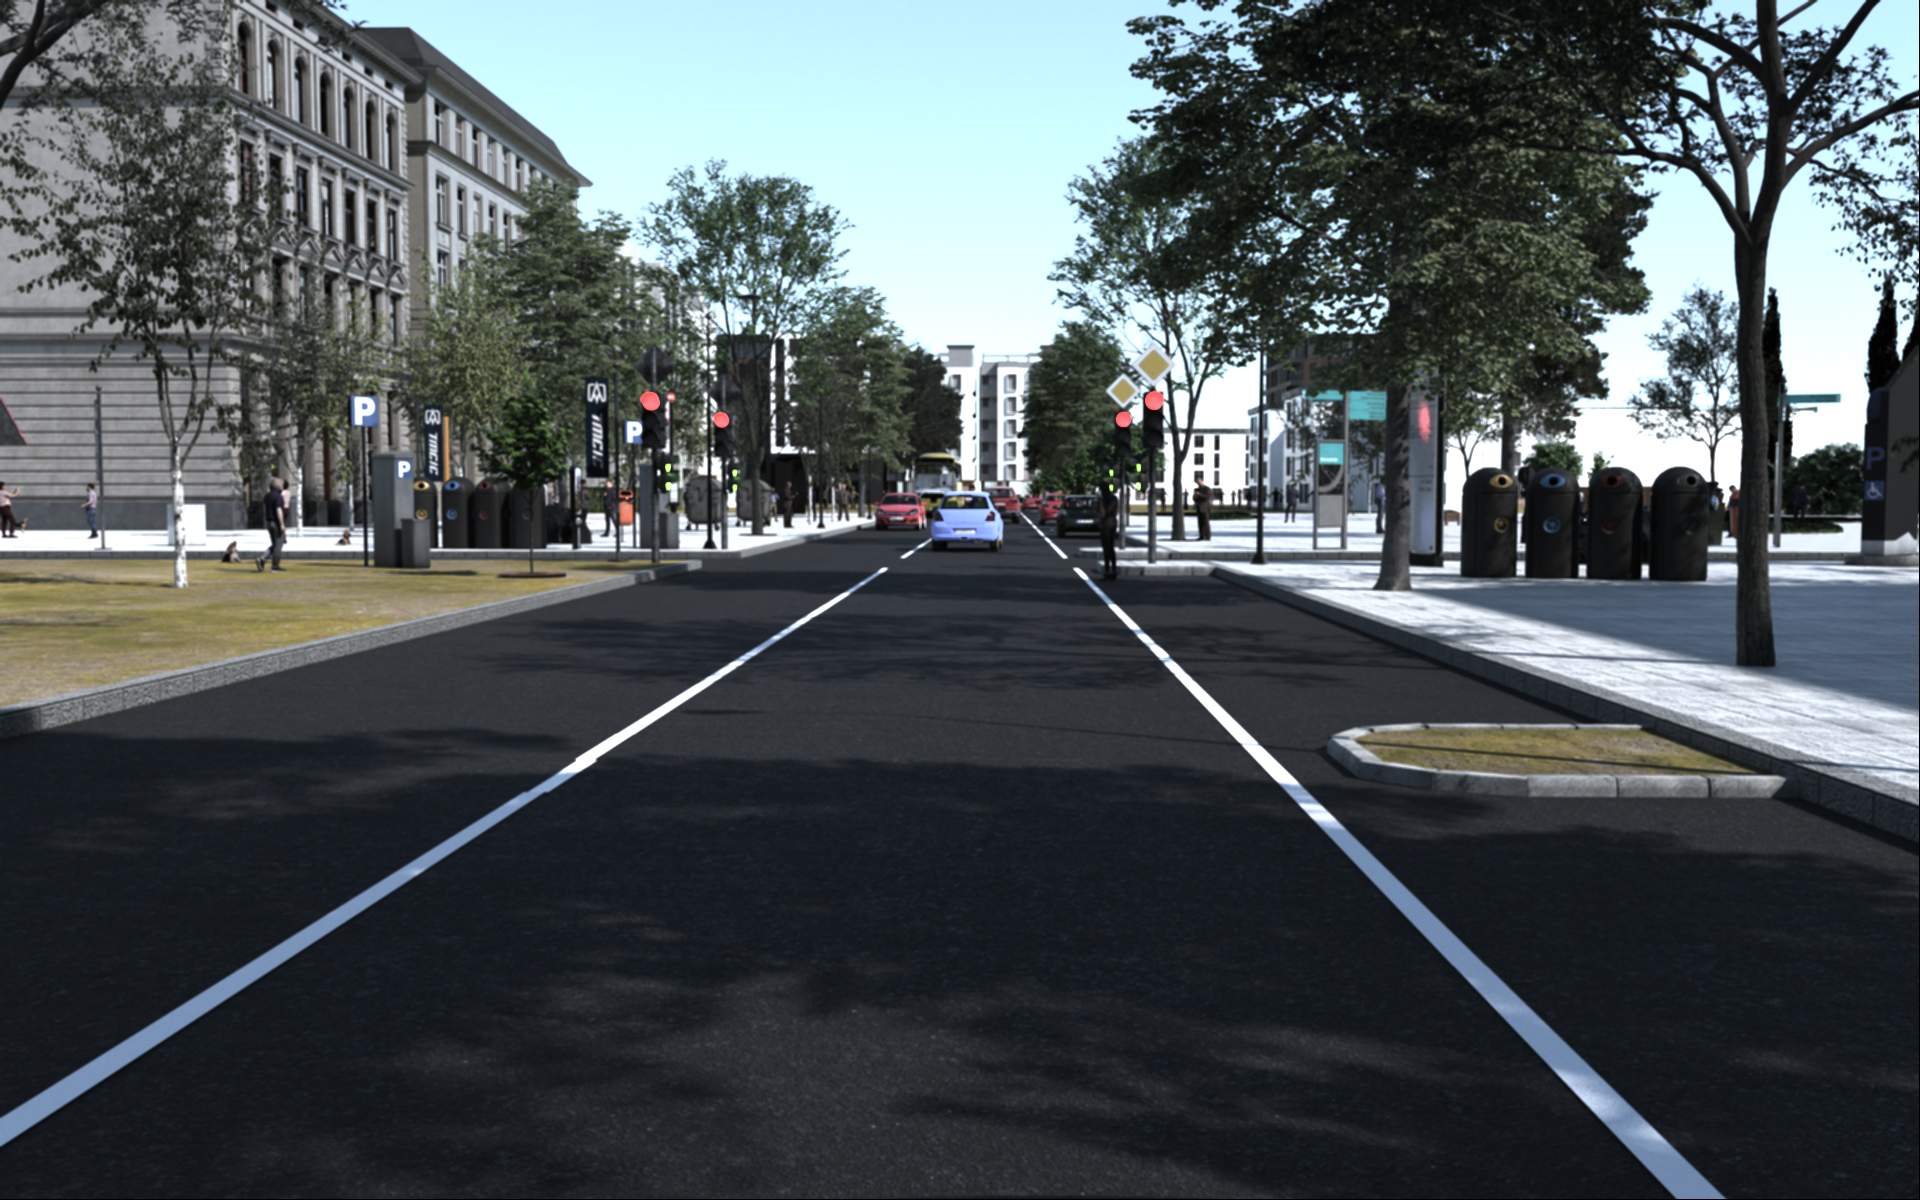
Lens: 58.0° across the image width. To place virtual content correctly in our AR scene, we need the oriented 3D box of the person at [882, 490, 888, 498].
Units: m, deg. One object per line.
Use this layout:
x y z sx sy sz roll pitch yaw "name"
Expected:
-7.963 -10.898 185.033 0.742 1.727 0.445 1 4 14 "person"

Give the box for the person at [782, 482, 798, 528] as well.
-6.458 -3.606 65.694 0.600 1.739 0.565 -1 4 -12 "person"

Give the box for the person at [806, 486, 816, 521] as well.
-7.021 -4.554 81.211 0.576 1.737 0.504 1 4 21 "person"

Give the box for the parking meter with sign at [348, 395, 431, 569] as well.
-9.922 -2.080 30.262 1.738 3.016 0.543 3 4 37 "parking meter with sign"

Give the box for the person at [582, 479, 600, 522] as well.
-12.037 -3.016 55.891 0.750 1.759 0.617 -3 5 -43 "person"

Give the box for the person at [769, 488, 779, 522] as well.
-8.601 -4.388 79.852 0.516 1.574 0.319 -1 4 -23 "person"

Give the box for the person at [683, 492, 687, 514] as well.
-17.516 -6.380 111.057 0.576 1.737 0.504 0 4 6 "person"

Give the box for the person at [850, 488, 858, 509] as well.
-9.004 -8.534 145.587 1.348 1.823 0.705 1 4 16 "person"

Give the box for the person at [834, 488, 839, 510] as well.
-10.006 -8.163 140.045 0.617 1.759 0.750 1 4 19 "person"

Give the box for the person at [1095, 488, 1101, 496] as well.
9.548 -6.821 118.294 1.217 1.736 0.721 1 4 13 "person"

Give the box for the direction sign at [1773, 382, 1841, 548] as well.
20.153 -3.211 41.262 1.411 3.948 2.525 1 4 21 "direction sign"

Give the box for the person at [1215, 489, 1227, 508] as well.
23.267 -9.035 154.287 1.217 1.766 0.721 2 4 34 "person"

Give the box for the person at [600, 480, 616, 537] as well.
-10.454 -2.736 51.690 0.530 1.710 0.541 -2 4 -31 "person"

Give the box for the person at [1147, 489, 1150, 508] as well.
17.607 -9.516 162.345 0.721 1.743 1.217 1 4 11 "person"

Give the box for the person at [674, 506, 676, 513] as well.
-17.697 -6.000 106.832 0.600 1.496 0.574 -2 4 -35 "person"

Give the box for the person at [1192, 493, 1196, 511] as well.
17.691 -7.475 129.192 0.756 1.711 0.436 0 4 0 "person"

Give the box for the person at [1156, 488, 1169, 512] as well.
14.840 -7.339 126.746 1.217 1.735 0.721 -2 4 -30 "person"

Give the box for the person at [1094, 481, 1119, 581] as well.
2.418 -1.144 28.668 0.415 1.643 0.593 0 4 4 "person"

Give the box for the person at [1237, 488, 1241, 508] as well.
26.493 -9.664 164.055 0.705 1.822 1.348 1 4 13 "person"

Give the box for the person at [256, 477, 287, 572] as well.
-11.286 -1.232 28.394 0.471 1.553 0.569 -1 4 -14 "person"

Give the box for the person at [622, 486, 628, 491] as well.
-18.733 -5.490 96.487 0.600 1.739 0.565 -2 4 -34 "person"

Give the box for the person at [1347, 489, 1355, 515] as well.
23.975 -6.006 106.304 0.516 1.574 0.319 1 4 13 "person"

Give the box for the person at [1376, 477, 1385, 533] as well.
13.916 -3.106 56.700 0.599 1.838 0.709 1 4 20 "person"

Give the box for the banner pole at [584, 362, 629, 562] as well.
-6.695 -2.612 32.724 0.863 3.779 0.401 -2 4 -35 "banner pole"

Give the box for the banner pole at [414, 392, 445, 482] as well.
-13.068 -3.211 42.509 0.863 3.779 0.401 -3 4 -37 "banner pole"

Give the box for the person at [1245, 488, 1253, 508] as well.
27.148 -9.580 162.550 0.709 1.838 0.599 0 4 8 "person"

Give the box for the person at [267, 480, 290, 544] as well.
-17.612 -2.282 44.811 0.517 1.644 0.566 -2 4 -34 "person"

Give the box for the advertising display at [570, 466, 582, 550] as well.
-8.899 -2.137 40.160 0.123 1.923 0.974 0 4 -3 "advertising display"

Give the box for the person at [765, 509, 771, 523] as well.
-8.201 -3.922 72.375 0.590 1.554 0.614 0 4 5 "person"

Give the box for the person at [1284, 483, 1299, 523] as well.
14.918 -4.368 77.906 0.683 1.767 0.568 1 4 14 "person"

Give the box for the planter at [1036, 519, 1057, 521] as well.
5.013 -4.317 91.722 1.991 0.319 1.994 0 4 1 "planter"

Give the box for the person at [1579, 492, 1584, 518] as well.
27.273 -4.181 76.617 0.614 1.554 0.590 1 4 10 "person"

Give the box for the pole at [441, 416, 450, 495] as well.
-13.550 -3.166 45.605 0.158 3.312 0.155 0 3 0 "pole"

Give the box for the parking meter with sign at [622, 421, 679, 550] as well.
-7.201 -2.714 40.631 0.543 3.016 1.738 -3 5 -43 "parking meter with sign"

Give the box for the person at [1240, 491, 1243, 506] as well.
29.560 -10.756 182.569 0.551 1.740 0.621 -2 4 -34 "person"

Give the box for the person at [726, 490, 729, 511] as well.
-18.037 -7.741 133.520 0.530 1.710 0.541 1 4 17 "person"

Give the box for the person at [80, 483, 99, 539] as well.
-24.885 -2.541 49.555 0.435 1.587 0.963 -1 4 -19 "person"

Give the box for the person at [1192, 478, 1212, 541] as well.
6.688 -2.521 47.954 0.565 1.739 0.600 1 4 23 "person"

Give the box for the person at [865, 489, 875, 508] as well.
-8.465 -9.473 161.606 1.217 1.739 0.721 1 4 18 "person"

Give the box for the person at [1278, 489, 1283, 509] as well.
27.577 -8.660 148.567 0.436 1.711 0.756 -1 4 -10 "person"

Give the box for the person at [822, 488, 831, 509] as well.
-11.310 -8.560 146.090 1.348 1.812 0.705 3 5 43 "person"

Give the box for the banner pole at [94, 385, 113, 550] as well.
-19.963 -3.067 40.167 0.401 3.779 0.863 -2 4 -35 "banner pole"

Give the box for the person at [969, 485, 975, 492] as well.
0.380 -2.913 56.825 0.504 1.737 0.576 0 4 7 "person"

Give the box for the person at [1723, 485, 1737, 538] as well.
22.718 -2.601 50.775 0.590 1.554 0.614 3 5 44 "person"

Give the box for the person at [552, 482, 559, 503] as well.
-15.935 -3.780 68.520 0.551 1.740 0.621 3 4 36 "person"

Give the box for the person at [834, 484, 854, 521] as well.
-5.490 -4.618 82.093 0.990 1.755 0.434 -1 4 -11 "person"

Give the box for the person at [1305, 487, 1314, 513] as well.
24.564 -6.980 119.790 1.348 1.869 0.705 0 4 -5 "person"

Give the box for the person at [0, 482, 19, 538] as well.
-27.882 -2.646 50.760 0.566 1.644 0.517 -1 4 -10 "person"

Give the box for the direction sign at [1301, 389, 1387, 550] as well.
8.628 -3.160 40.430 2.525 3.948 1.411 -2 4 -26 "direction sign"

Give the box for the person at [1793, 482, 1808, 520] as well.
32.054 -3.622 65.972 0.576 1.737 0.504 3 5 45 "person"
